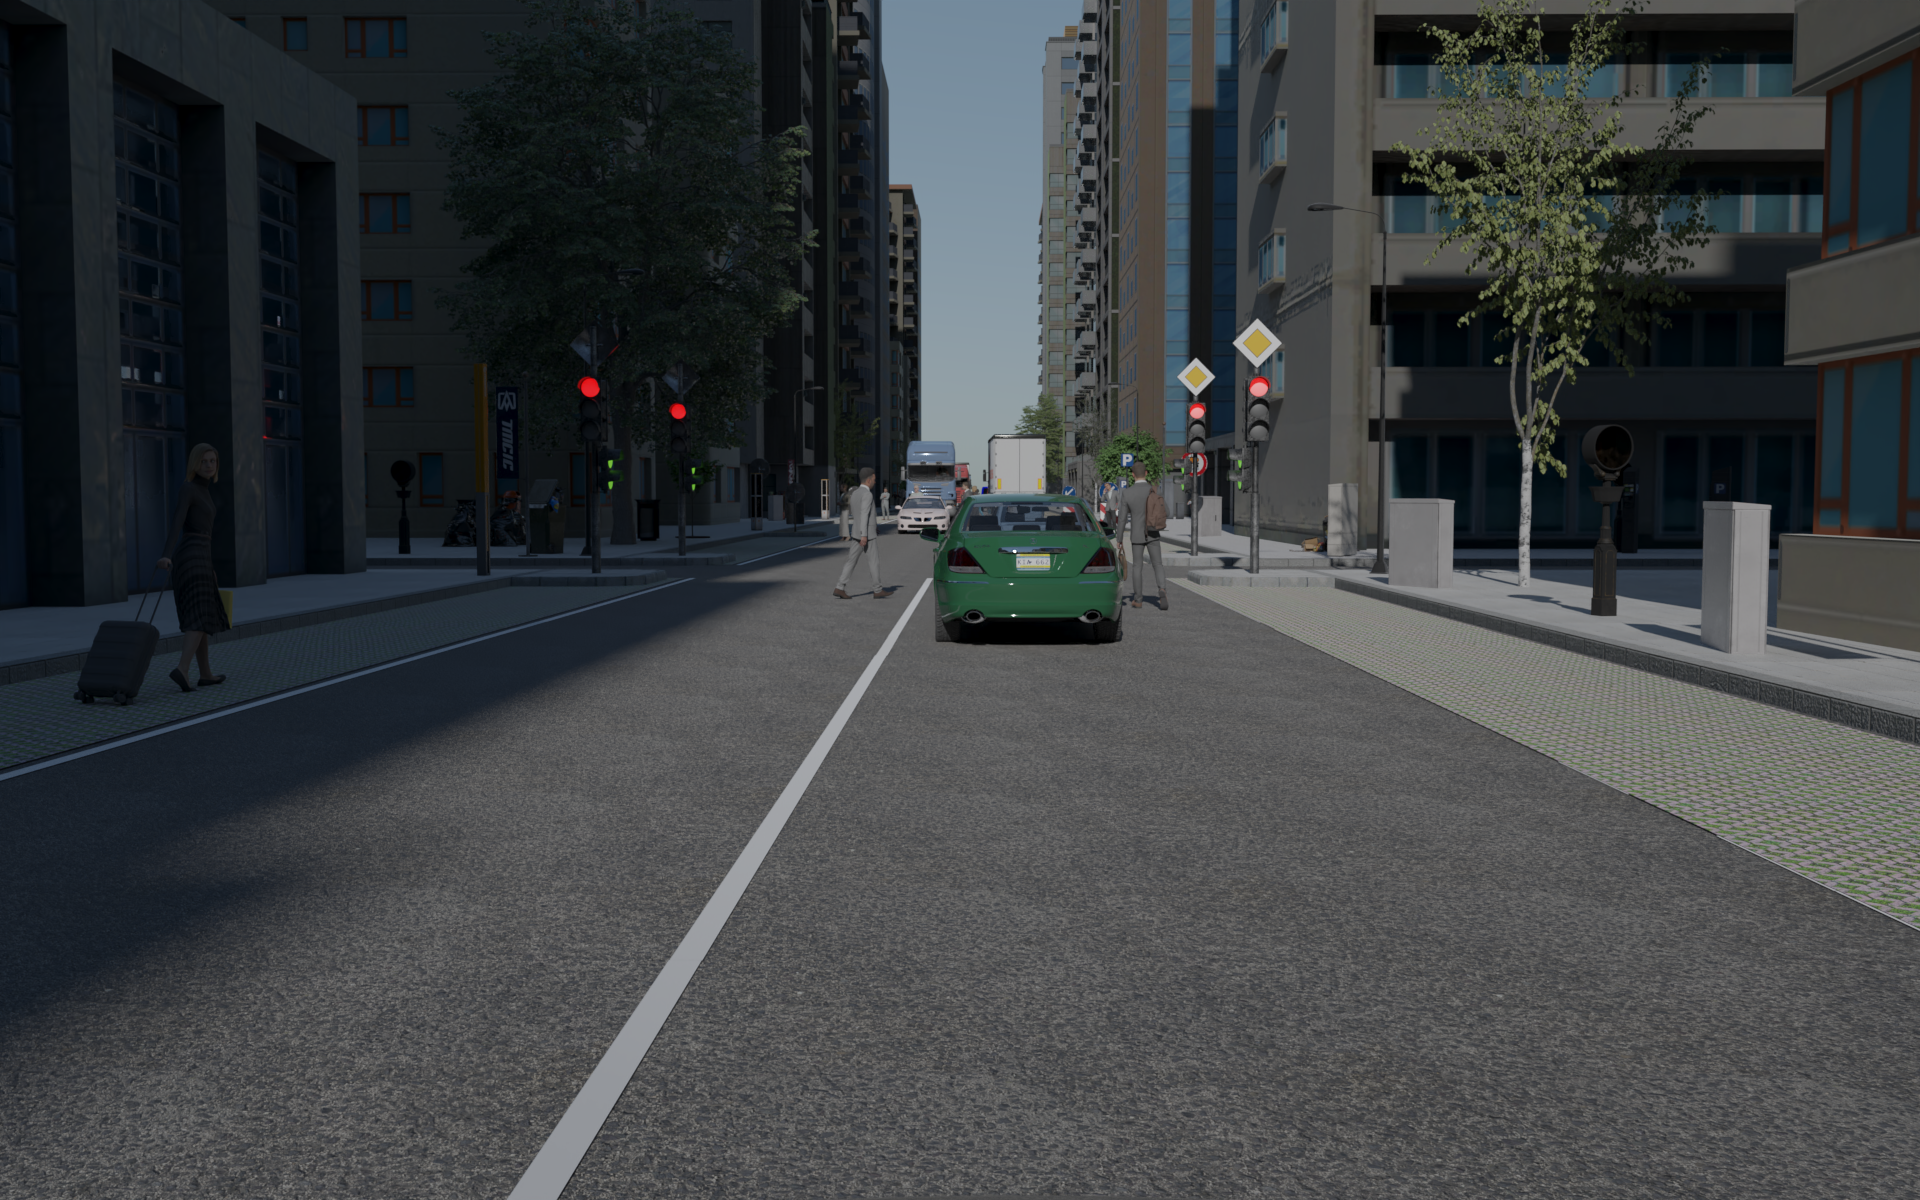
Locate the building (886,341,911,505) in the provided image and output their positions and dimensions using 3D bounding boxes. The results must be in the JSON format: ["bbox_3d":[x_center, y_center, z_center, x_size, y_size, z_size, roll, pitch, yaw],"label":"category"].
[{"bbox_3d":[-20.439,-22.350,210.462,27.650,21.520,28.899,0,4,1],"label":"building"}]

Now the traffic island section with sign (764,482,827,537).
[{"bbox_3d":[-5.513,-3.032,58.206,1.989,1.847,2.006,0,4,1],"label":"traffic island section with sign"}]

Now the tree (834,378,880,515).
[{"bbox_3d":[-7.420,-9.664,108.361,4.737,8.622,4.395,0,3,0],"label":"tree"}]

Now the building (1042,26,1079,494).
[{"bbox_3d":[21.231,-41.811,225.613,21.231,58.520,28.212,0,4,1],"label":"building"}]

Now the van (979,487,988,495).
[{"bbox_3d":[2.601,-8.367,141.176,2.240,2.365,5.245,0,4,0],"label":"van"}]

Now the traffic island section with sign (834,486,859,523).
[{"bbox_3d":[-5.129,-4.681,85.159,1.989,1.847,2.006,0,4,1],"label":"traffic island section with sign"}]

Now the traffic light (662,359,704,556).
[{"bbox_3d":[-5.767,-2.876,35.947,0.839,4.253,0.868,0,4,1],"label":"traffic light"}]

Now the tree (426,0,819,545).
[{"bbox_3d":[-8.473,-8.385,43.751,9.857,13.997,8.962,0,3,0],"label":"tree"}]

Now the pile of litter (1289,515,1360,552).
[{"bbox_3d":[8.176,-1.519,38.808,1.719,0.858,1.176,0,4,-2],"label":"pile of litter"}]

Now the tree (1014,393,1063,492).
[{"bbox_3d":[9.441,-16.852,193.662,7.486,12.596,7.792,0,3,0],"label":"tree"}]

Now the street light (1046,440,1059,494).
[{"bbox_3d":[7.862,-10.745,148.221,1.470,5.913,1.316,0,4,1],"label":"street light"}]

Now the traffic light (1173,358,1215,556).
[{"bbox_3d":[4.843,-2.868,35.816,0.839,4.253,0.868,0,4,1],"label":"traffic light"}]

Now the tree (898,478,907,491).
[{"bbox_3d":[-6.060,-11.623,184.635,1.663,3.219,1.824,0,3,0],"label":"tree"}]

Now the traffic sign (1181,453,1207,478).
[{"bbox_3d":[6.752,-3.057,50.084,0.768,2.556,0.104,0,4,2],"label":"traffic sign"}]

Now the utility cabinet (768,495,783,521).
[{"bbox_3d":[-8.863,-4.405,83.182,0.306,1.237,1.020,1,4,22],"label":"utility cabinet"}]

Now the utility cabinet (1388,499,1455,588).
[{"bbox_3d":[6.390,-0.786,24.005,0.306,1.237,1.020,-2,4,-26],"label":"utility cabinet"}]

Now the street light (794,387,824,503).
[{"bbox_3d":[-6.605,-6.277,75.165,1.470,5.913,1.316,0,4,1],"label":"street light"}]

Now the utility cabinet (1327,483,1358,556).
[{"bbox_3d":[7.928,-1.666,35.913,0.318,1.500,1.173,2,4,28],"label":"utility cabinet"}]

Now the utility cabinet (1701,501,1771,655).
[{"bbox_3d":[6.411,-0.194,14.327,0.306,1.237,1.020,1,4,11],"label":"utility cabinet"}]

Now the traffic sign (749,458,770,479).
[{"bbox_3d":[-7.138,-3.761,61.606,0.768,2.556,0.104,1,4,11],"label":"traffic sign"}]

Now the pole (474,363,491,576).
[{"bbox_3d":[-7.495,-2.038,27.161,0.158,3.312,0.155,0,3,0],"label":"pole"}]

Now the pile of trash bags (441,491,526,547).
[{"bbox_3d":[-11.691,-2.067,43.541,1.912,1.369,3.447,0,4,2],"label":"pile of trash bags"}]

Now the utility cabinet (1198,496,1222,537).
[{"bbox_3d":[7.539,-2.532,52.564,0.306,1.237,1.020,3,5,44],"label":"utility cabinet"}]

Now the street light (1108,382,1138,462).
[{"bbox_3d":[6.838,-6.088,72.082,1.470,5.913,1.316,0,4,1],"label":"street light"}]

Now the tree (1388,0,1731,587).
[{"bbox_3d":[8.069,-4.489,23.758,4.737,8.622,4.395,0,3,0],"label":"tree"}]

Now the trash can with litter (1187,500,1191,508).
[{"bbox_3d":[11.118,-4.251,80.884,0.624,1.170,1.055,3,4,36],"label":"trash can with litter"}]

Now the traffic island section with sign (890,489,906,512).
[{"bbox_3d":[-4.434,-7.767,135.622,1.989,1.847,2.006,0,4,1],"label":"traffic island section with sign"}]

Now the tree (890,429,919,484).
[{"bbox_3d":[-6.103,-14.571,188.605,4.360,8.622,3.978,0,3,0],"label":"tree"}]

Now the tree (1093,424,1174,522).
[{"bbox_3d":[7.954,-5.818,78.835,4.285,4.588,4.351,0,3,0],"label":"tree"}]

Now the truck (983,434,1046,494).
[{"bbox_3d":[2.690,-5.966,86.462,2.839,4.237,11.283,0,4,-1],"label":"truck"}]

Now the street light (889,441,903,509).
[{"bbox_3d":[-5.662,-10.990,152.226,1.470,5.913,1.316,0,4,1],"label":"street light"}]

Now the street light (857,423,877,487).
[{"bbox_3d":[-6.145,-8.614,113.372,1.470,5.913,1.316,0,4,1],"label":"street light"}]

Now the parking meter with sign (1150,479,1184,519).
[{"bbox_3d":[10.511,-5.611,88.002,1.738,3.016,0.543,-1,4,-9],"label":"parking meter with sign"}]

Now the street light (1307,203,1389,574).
[{"bbox_3d":[6.240,-3.380,27.798,1.470,5.913,1.316,0,4,1],"label":"street light"}]

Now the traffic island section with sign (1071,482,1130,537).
[{"bbox_3d":[4.872,-3.054,58.554,1.989,1.847,2.006,0,4,1],"label":"traffic island section with sign"}]

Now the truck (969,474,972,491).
[{"bbox_3d":[0.325,-15.847,248.005,2.839,4.237,11.283,0,4,0],"label":"truck"}]

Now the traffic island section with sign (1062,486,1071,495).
[{"bbox_3d":[5.244,-4.702,85.507,1.989,1.847,2.006,0,4,1],"label":"traffic island section with sign"}]

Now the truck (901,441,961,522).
[{"bbox_3d":[-1.479,-6.363,93.799,2.967,4.110,18.799,0,4,0],"label":"truck"}]

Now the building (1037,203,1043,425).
[{"bbox_3d":[22.621,-36.697,254.617,22.147,44.769,28.867,0,4,1],"label":"building"}]

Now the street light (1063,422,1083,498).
[{"bbox_3d":[7.306,-8.465,110.936,1.470,5.913,1.316,0,4,1],"label":"street light"}]

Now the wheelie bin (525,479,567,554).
[{"bbox_3d":[-8.910,-1.796,37.273,0.980,1.594,0.693,2,4,29],"label":"wheelie bin"}]

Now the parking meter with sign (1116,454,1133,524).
[{"bbox_3d":[7.105,-4.852,75.589,0.543,3.016,1.738,0,4,-7],"label":"parking meter with sign"}]

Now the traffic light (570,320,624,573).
[{"bbox_3d":[-5.879,-2.388,27.963,0.839,4.253,0.868,0,4,1],"label":"traffic light"}]

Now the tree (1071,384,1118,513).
[{"bbox_3d":[9.411,-10.191,116.991,4.360,8.622,3.978,0,3,0],"label":"tree"}]

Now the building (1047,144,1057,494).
[{"bbox_3d":[17.284,-31.895,205.084,14.154,41.232,14.086,0,4,1],"label":"building"}]

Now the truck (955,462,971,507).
[{"bbox_3d":[-0.392,-10.195,155.608,2.839,4.237,11.283,0,4,0],"label":"truck"}]

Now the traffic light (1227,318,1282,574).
[{"bbox_3d":[4.732,-2.380,27.832,0.839,4.253,0.868,0,4,1],"label":"traffic light"}]

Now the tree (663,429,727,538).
[{"bbox_3d":[-7.918,-3.420,50.513,1.663,3.219,1.824,0,3,0],"label":"tree"}]

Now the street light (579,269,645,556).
[{"bbox_3d":[-7.196,-3.873,35.858,1.470,5.913,1.316,0,4,1],"label":"street light"}]
